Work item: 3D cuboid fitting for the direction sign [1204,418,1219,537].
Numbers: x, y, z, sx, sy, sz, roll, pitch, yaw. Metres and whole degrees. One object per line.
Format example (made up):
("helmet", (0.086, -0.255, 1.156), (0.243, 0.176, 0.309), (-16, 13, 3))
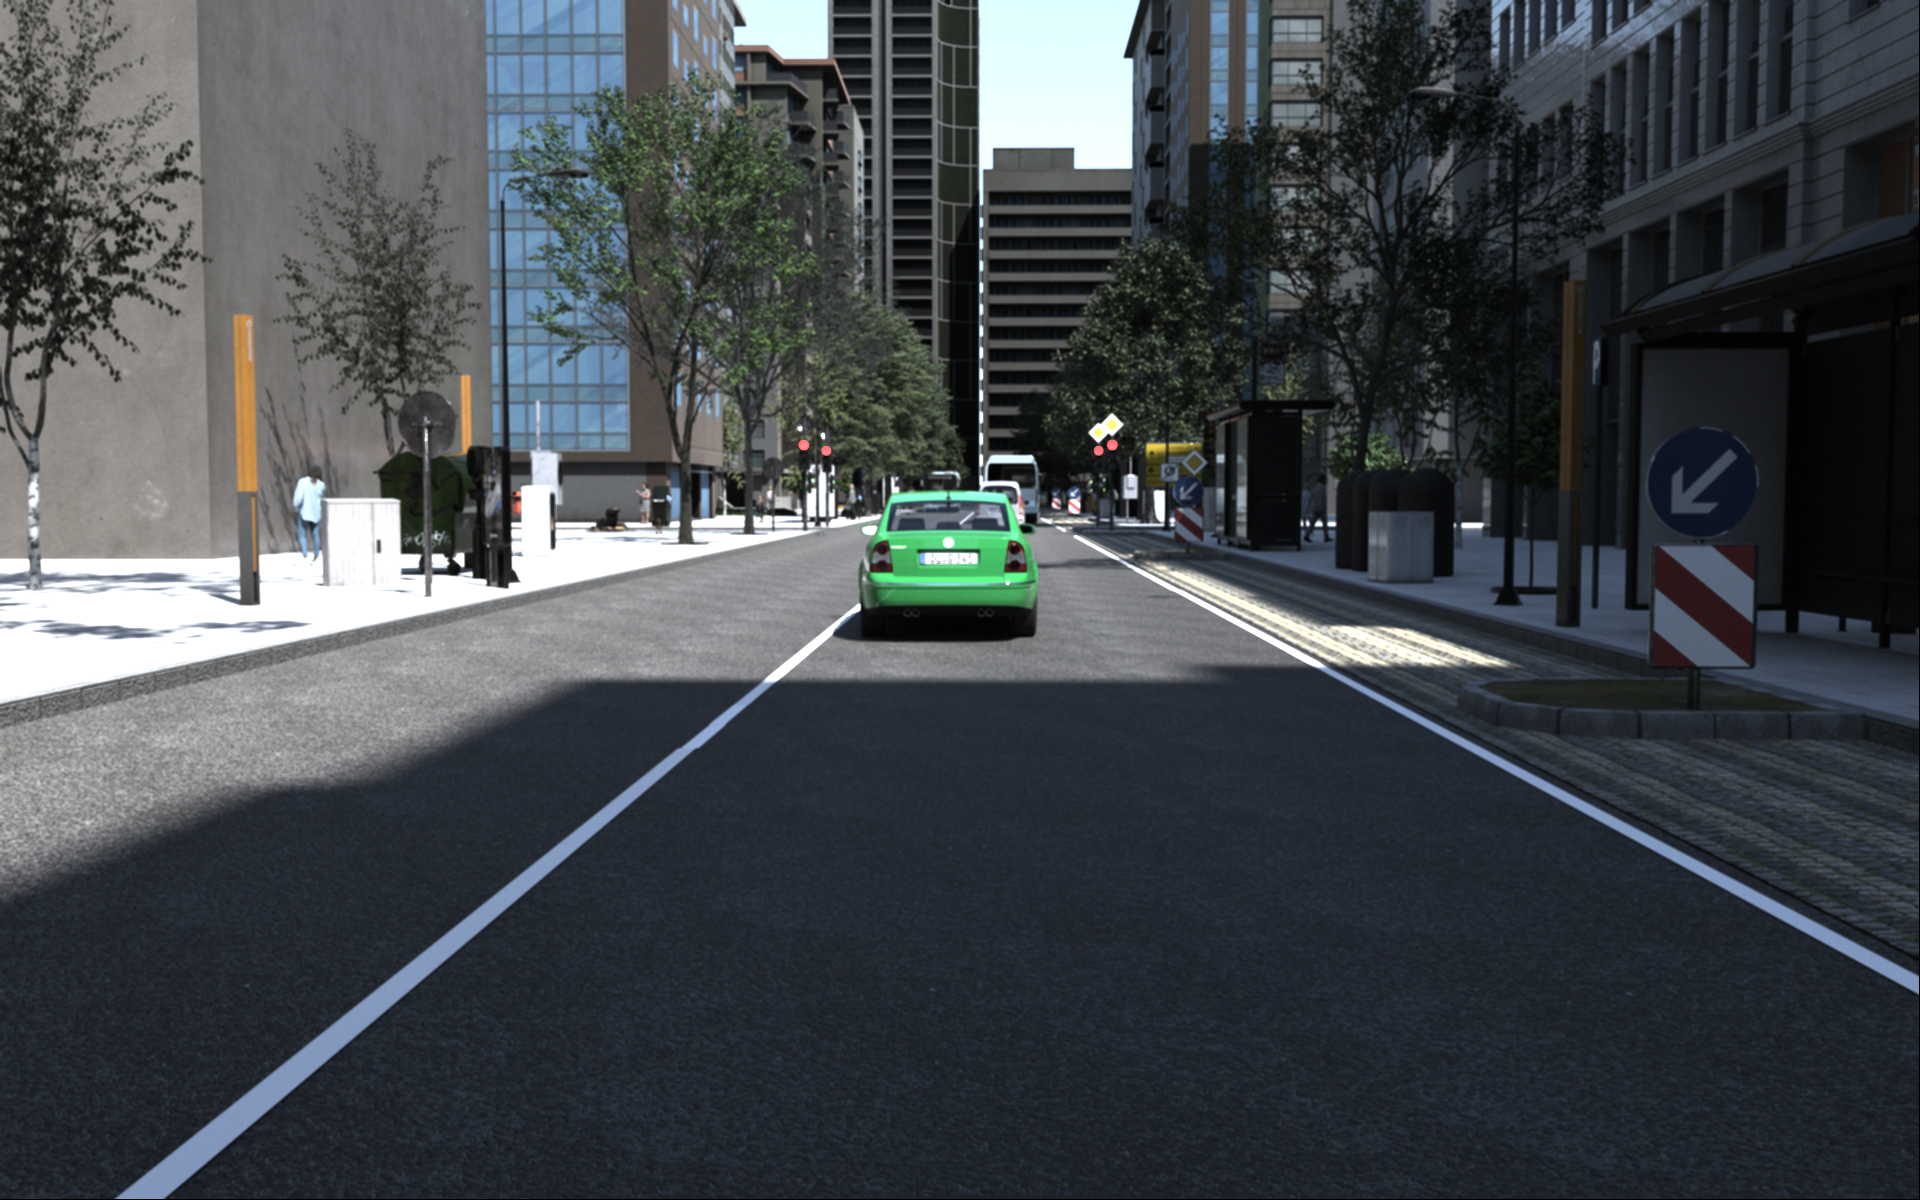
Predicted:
("direction sign", (7.647, -3.636, 51.439), (0.876, 3.537, 0.379), (2, 4, 30))

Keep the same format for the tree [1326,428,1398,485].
("tree", (17.916, -5.711, 77.084), (4.285, 4.588, 4.351), (0, 3, 0))

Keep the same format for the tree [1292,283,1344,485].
("tree", (13.319, -6.604, 58.333), (4.360, 8.622, 3.978), (0, 3, 0))

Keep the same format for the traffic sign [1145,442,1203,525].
("traffic sign", (8.421, -4.550, 68.271), (2.265, 3.308, 0.079), (1, 4, 8))

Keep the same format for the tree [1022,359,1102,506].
("tree", (9.858, -12.300, 126.864), (9.928, 11.665, 9.643), (0, 3, 0))

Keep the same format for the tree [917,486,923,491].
("tree", (-3.838, -16.062, 212.977), (4.737, 8.622, 4.395), (0, 3, 0))

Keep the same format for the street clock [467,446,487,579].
("street clock", (-7.265, -1.321, 26.172), (0.358, 2.002, 0.471), (-2, 4, -31))

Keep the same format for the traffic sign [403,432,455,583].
("traffic sign", (-7.610, -1.509, 24.784), (0.768, 2.556, 0.104), (0, 4, 3))

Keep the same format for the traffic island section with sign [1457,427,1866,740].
("traffic island section with sign", (4.289, -0.145, 11.003), (1.989, 1.847, 2.006), (0, 4, 1))

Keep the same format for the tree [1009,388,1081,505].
("tree", (10.730, -18.361, 206.855), (9.857, 13.997, 8.962), (0, 3, 0))

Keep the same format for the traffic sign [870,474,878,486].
("traffic sign", (-5.534, -6.679, 109.303), (0.768, 2.556, 0.104), (0, 4, 5))

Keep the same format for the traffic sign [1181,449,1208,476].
("traffic sign", (6.836, -3.099, 50.394), (0.795, 2.593, 0.064), (1, 4, 8))

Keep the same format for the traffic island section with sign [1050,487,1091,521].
("traffic island section with sign", (5.992, -5.159, 92.983), (1.989, 1.847, 2.006), (0, 4, 1))

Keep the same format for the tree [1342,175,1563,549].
("tree", (11.954, -5.511, 40.463), (4.360, 8.622, 3.978), (0, 3, 0))

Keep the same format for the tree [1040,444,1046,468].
("tree", (9.816, -13.304, 167.887), (4.360, 8.622, 3.978), (0, 3, 0))

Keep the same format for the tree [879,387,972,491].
("tree", (-4.134, -17.060, 195.940), (9.611, 12.733, 9.660), (0, 3, 0))

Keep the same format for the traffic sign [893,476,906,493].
("traffic sign", (-4.380, -7.661, 125.261), (0.884, 2.594, 0.081), (0, 4, 5))

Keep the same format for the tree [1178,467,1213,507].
("tree", (12.586, -5.850, 90.245), (1.663, 3.219, 1.824), (0, 3, 0))

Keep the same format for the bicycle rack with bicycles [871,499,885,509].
("bicycle rack with bicycles", (-6.164, -6.543, 120.360), (2.852, 0.926, 2.925), (-3, 4, -38))

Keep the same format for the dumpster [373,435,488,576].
("dumpster", (-8.452, -1.560, 27.994), (1.502, 2.255, 1.985), (0, 4, 1))

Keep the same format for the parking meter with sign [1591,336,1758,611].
("parking meter with sign", (7.947, -1.404, 19.224), (1.738, 3.016, 0.543), (1, 4, 11))

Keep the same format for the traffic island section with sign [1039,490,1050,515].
("traffic island section with sign", (6.547, -6.813, 120.015), (1.989, 1.847, 2.006), (0, 4, 1))

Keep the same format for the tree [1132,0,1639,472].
("tree", (7.196, -5.896, 30.816), (8.767, 10.594, 7.601), (-1, 4, -17))

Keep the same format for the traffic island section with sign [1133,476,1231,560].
("traffic island section with sign", (4.843, -1.805, 38.136), (1.989, 1.847, 2.006), (0, 4, 1))

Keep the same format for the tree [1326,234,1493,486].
("tree", (12.630, -5.998, 48.431), (4.737, 8.622, 4.395), (0, 3, 0))

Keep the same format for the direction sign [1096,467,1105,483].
("direction sign", (9.475, -7.758, 118.838), (0.876, 3.537, 0.379), (1, 4, 12))

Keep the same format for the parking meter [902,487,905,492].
("parking meter", (-4.662, -8.404, 143.117), (0.255, 1.863, 0.399), (0, 4, -1))

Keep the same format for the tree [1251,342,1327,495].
("tree", (15.684, -8.119, 83.104), (4.737, 8.622, 4.395), (0, 3, 0))

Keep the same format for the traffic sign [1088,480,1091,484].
("traffic sign", (9.235, -7.385, 120.753), (0.884, 2.594, 0.081), (1, 4, 11))

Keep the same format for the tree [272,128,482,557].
("tree", (-11.535, -5.178, 35.015), (4.360, 8.622, 3.978), (0, 3, 0))

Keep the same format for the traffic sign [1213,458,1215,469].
("traffic sign", (7.748, -3.077, 50.416), (0.768, 2.556, 0.104), (0, 4, 7))

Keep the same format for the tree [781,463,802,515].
("tree", (-10.283, -6.900, 107.409), (1.663, 3.219, 1.824), (0, 3, 0))

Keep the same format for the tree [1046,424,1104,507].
("tree", (9.744, -11.400, 136.750), (4.360, 8.622, 3.978), (0, 3, 0))

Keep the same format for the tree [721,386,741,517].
("tree", (-12.990, -8.832, 94.760), (4.737, 8.622, 4.395), (0, 3, 0))

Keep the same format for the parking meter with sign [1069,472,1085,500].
("parking meter with sign", (9.319, -8.399, 133.586), (1.738, 3.016, 0.543), (0, 4, -1))

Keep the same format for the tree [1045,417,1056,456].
("tree", (9.042, -10.948, 113.418), (7.601, 10.594, 8.767), (0, 4, 1))

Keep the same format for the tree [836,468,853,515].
("tree", (-6.872, -6.841, 106.447), (1.663, 3.219, 1.824), (0, 3, 0))

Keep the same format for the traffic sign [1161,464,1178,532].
("traffic sign", (7.037, -3.427, 58.166), (0.606, 2.300, 0.079), (0, 4, 4))

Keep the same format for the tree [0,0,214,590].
("tree", (-12.390, -4.455, 23.200), (4.360, 8.622, 3.978), (0, 3, 0))

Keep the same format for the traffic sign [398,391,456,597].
("traffic sign", (-6.606, -1.305, 21.448), (0.768, 2.556, 0.104), (1, 4, 11))

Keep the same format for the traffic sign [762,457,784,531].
("traffic sign", (-6.495, -3.676, 60.200), (0.768, 2.556, 0.104), (0, 4, 6))

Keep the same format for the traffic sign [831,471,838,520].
("traffic sign", (-6.298, -5.149, 84.295), (0.768, 2.556, 0.104), (0, 4, 5))

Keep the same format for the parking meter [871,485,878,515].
("parking meter", (-5.269, -6.198, 107.053), (0.399, 1.863, 0.255), (0, 4, -2))

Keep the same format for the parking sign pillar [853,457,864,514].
("parking sign pillar", (-6.031, -6.991, 102.776), (1.447, 3.967, 1.447), (1, 4, 9))

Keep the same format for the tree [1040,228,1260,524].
("tree", (8.261, -9.656, 74.880), (9.611, 12.733, 9.660), (0, 3, 0))
